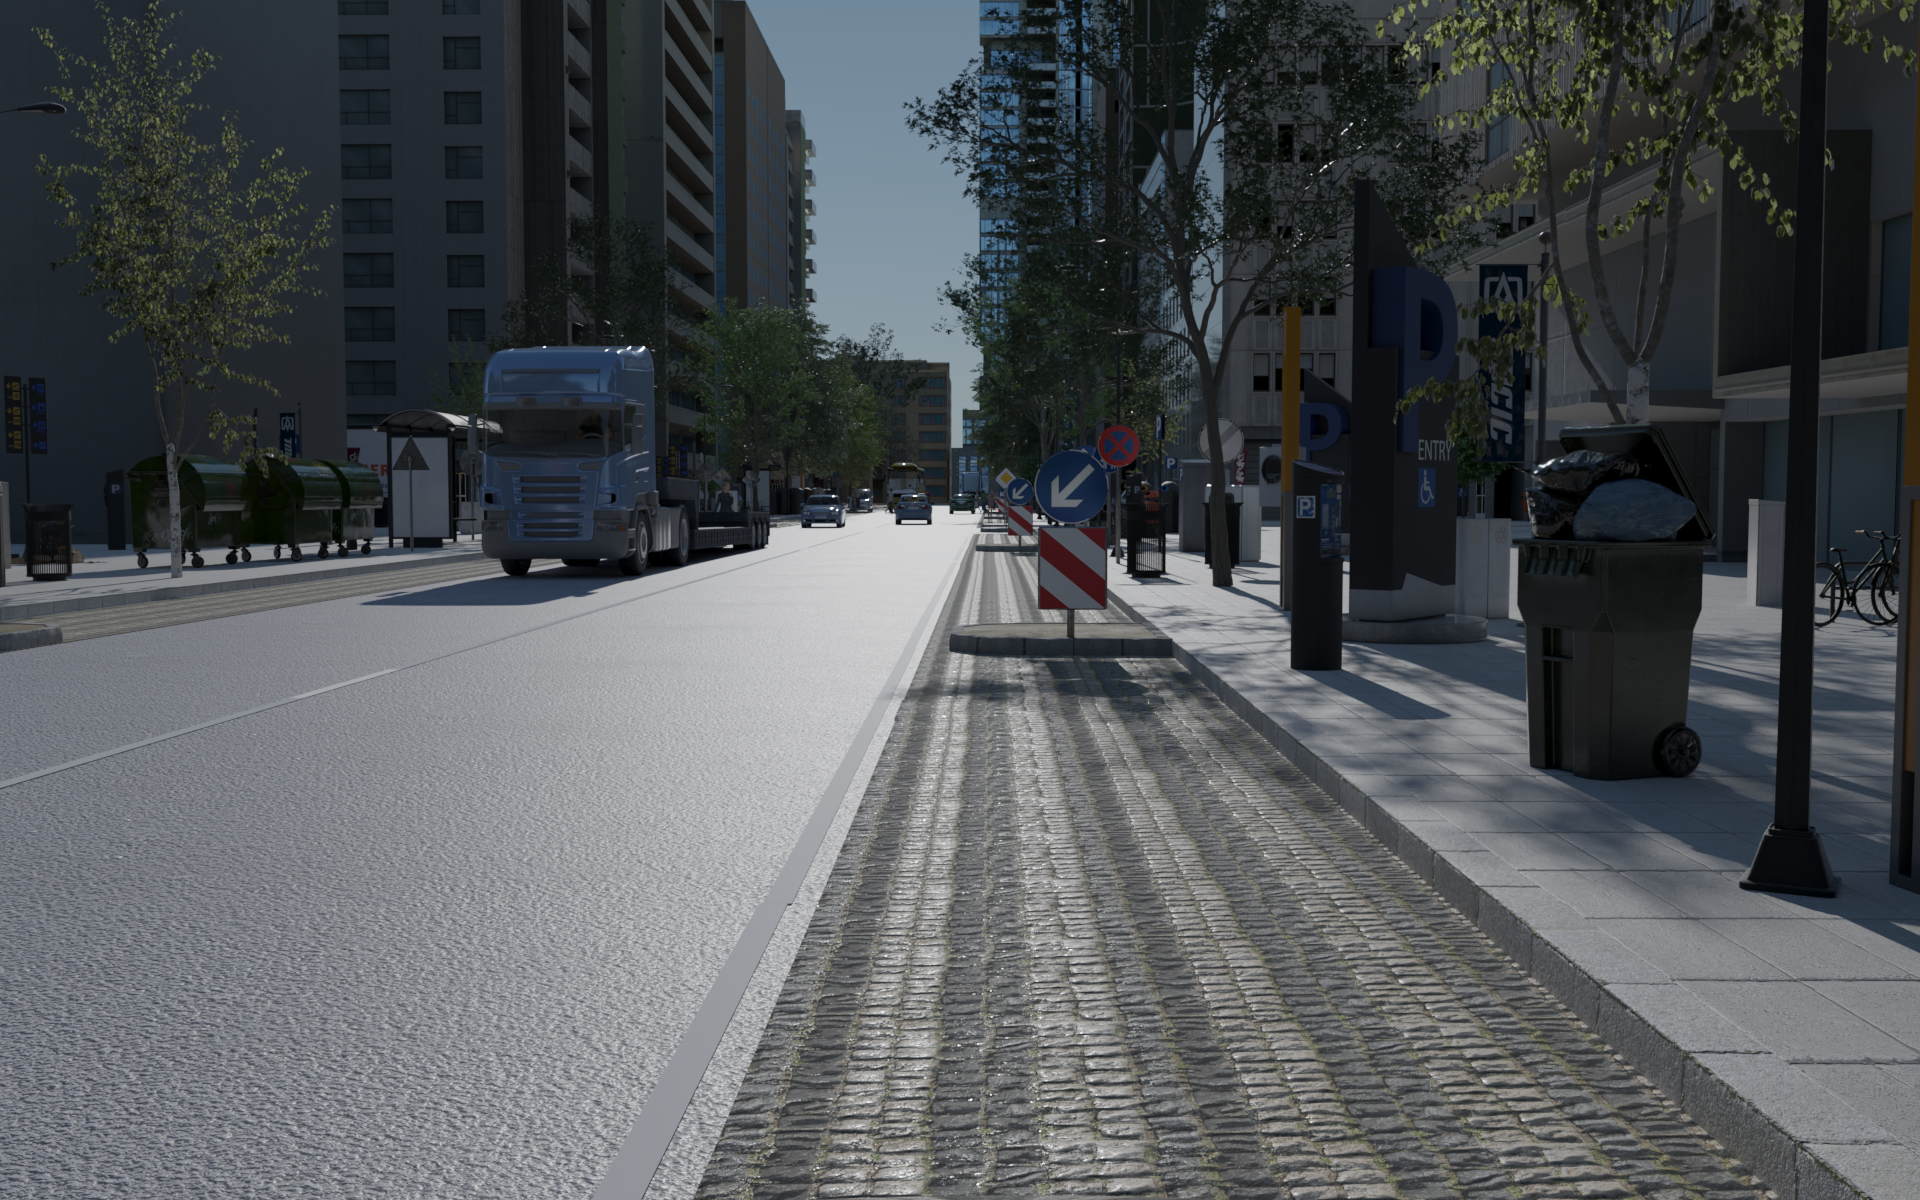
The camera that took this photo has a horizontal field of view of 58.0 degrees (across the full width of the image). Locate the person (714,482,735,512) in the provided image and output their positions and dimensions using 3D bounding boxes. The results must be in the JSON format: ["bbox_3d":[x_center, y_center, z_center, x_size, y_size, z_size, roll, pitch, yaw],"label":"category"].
[{"bbox_3d":[-6.658,-2.441,48.837,0.534,1.772,0.576,2,4,27],"label":"person"}]

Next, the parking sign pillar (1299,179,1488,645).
[{"bbox_3d":[3.957,-1.644,15.353,1.447,3.967,1.447,3,5,40],"label":"parking sign pillar"}]

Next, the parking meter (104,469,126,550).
[{"bbox_3d":[-19.360,-2.077,39.665,0.399,1.863,0.255,-2,4,-34],"label":"parking meter"}]

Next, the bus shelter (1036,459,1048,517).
[{"bbox_3d":[5.190,-6.079,93.310,2.014,3.302,5.546,0,4,1],"label":"bus shelter"}]

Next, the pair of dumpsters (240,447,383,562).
[{"bbox_3d":[-13.023,-1.965,34.618,1.574,2.255,4.437,0,4,1],"label":"pair of dumpsters"}]

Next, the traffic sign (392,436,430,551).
[{"bbox_3d":[-12.256,-2.364,38.663,0.884,2.594,0.081,1,4,8],"label":"traffic sign"}]

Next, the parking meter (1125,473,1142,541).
[{"bbox_3d":[4.708,-2.521,46.934,0.399,1.863,0.255,-2,4,-29],"label":"parking meter"}]

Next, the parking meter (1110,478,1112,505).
[{"bbox_3d":[5.209,-3.425,61.710,0.399,1.863,0.255,0,4,5],"label":"parking meter"}]

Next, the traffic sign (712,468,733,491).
[{"bbox_3d":[-9.041,-3.811,65.949,0.795,2.450,0.064,0,4,1],"label":"traffic sign"}]

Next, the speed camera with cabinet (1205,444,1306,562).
[{"bbox_3d":[5.533,-2.339,32.576,0.660,3.252,2.038,-3,4,-39],"label":"speed camera with cabinet"}]

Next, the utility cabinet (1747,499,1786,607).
[{"bbox_3d":[9.419,-0.555,20.231,0.306,1.237,1.020,1,4,19],"label":"utility cabinet"}]

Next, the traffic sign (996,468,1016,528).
[{"bbox_3d":[1.751,-3.798,65.740,0.795,2.450,0.064,0,4,1],"label":"traffic sign"}]

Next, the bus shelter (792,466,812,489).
[{"bbox_3d":[-11.839,-8.149,127.157,2.014,3.302,5.546,0,4,1],"label":"bus shelter"}]

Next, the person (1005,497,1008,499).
[{"bbox_3d":[3.409,-7.442,130.448,0.793,1.790,0.793,0,4,-3],"label":"person"}]

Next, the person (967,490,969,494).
[{"bbox_3d":[0.852,-10.201,175.271,0.705,1.826,1.348,-2,4,-30],"label":"person"}]

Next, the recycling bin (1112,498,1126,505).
[{"bbox_3d":[9.517,-5.585,103.870,0.722,1.027,0.722,-1,4,-9],"label":"recycling bin"}]

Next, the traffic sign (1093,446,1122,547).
[{"bbox_3d":[3.600,-2.555,41.878,0.768,2.556,0.104,1,4,11],"label":"traffic sign"}]

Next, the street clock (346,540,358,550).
[{"bbox_3d":[-13.971,-2.151,39.733,0.471,2.002,0.358,-3,5,-43],"label":"street clock"}]

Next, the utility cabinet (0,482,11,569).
[{"bbox_3d":[-16.632,-1.258,29.249,1.173,1.500,0.318,1,4,15],"label":"utility cabinet"}]

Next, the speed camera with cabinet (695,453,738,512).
[{"bbox_3d":[-11.779,-5.452,83.478,2.038,3.252,0.660,-1,4,-14],"label":"speed camera with cabinet"}]

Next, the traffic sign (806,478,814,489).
[{"bbox_3d":[-11.820,-8.312,136.006,0.768,2.556,0.104,0,4,1],"label":"traffic sign"}]

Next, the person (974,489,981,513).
[{"bbox_3d":[1.297,-7.398,129.813,0.624,1.780,0.694,2,4,28],"label":"person"}]

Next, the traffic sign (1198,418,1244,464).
[{"bbox_3d":[4.390,-1.780,29.213,0.768,2.556,0.104,0,4,3],"label":"traffic sign"}]

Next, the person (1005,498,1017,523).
[{"bbox_3d":[2.545,-4.609,84.205,0.721,1.781,0.623,-3,5,-42],"label":"person"}]

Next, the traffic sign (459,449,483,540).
[{"bbox_3d":[-13.519,-2.929,47.995,0.768,2.556,0.104,1,4,10],"label":"traffic sign"}]

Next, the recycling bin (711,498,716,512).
[{"bbox_3d":[-16.334,-6.390,117.028,0.722,1.027,0.722,2,4,31],"label":"recycling bin"}]

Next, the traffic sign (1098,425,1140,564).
[{"bbox_3d":[2.922,-1.946,31.928,0.768,2.556,0.104,0,4,5],"label":"traffic sign"}]

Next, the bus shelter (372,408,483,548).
[{"bbox_3d":[-12.834,-3.046,43.732,2.014,3.302,5.546,0,4,1],"label":"bus shelter"}]

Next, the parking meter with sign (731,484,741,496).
[{"bbox_3d":[-16.637,-8.081,128.392,1.738,3.016,0.543,-1,4,-20],"label":"parking meter with sign"}]

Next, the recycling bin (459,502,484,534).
[{"bbox_3d":[-15.757,-2.649,55.863,0.722,1.027,0.722,-1,4,-21],"label":"recycling bin"}]

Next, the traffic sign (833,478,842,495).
[{"bbox_3d":[-9.832,-8.508,139.217,0.768,2.556,0.104,0,4,2],"label":"traffic sign"}]

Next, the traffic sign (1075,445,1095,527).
[{"bbox_3d":[3.273,-2.751,45.092,0.768,2.556,0.104,0,4,6],"label":"traffic sign"}]

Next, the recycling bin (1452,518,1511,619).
[{"bbox_3d":[5.203,-0.332,17.979,0.722,1.027,0.722,-2,4,-31],"label":"recycling bin"}]

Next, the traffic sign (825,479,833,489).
[{"bbox_3d":[-11.308,-9.120,149.225,0.768,2.556,0.104,1,4,9],"label":"traffic sign"}]

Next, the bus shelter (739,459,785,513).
[{"bbox_3d":[-11.670,-6.631,102.334,2.014,3.302,5.546,0,4,1],"label":"bus shelter"}]

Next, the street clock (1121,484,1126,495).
[{"bbox_3d":[11.989,-7.495,127.108,0.358,2.002,0.471,-3,5,-44],"label":"street clock"}]

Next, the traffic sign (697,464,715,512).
[{"bbox_3d":[-10.745,-4.477,73.309,0.768,2.556,0.104,0,4,6],"label":"traffic sign"}]

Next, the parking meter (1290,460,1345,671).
[{"bbox_3d":[2.620,-0.262,12.699,0.372,1.533,0.369,0,3,0],"label":"parking meter"}]

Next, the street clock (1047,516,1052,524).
[{"bbox_3d":[3.814,-4.215,73.486,0.358,2.002,0.471,1,4,12],"label":"street clock"}]

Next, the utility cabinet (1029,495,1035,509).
[{"bbox_3d":[5.851,-8.142,144.287,1.020,1.237,0.306,1,4,9],"label":"utility cabinet"}]

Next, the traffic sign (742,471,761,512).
[{"bbox_3d":[-8.900,-4.299,73.933,0.795,2.450,0.064,0,4,1],"label":"traffic sign"}]

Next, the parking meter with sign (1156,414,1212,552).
[{"bbox_3d":[5.229,-2.568,38.243,1.738,3.016,0.543,0,4,-6],"label":"parking meter with sign"}]

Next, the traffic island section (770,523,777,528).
[{"bbox_3d":[-8.924,-3.163,73.995,2.009,0.180,2.903,0,4,1],"label":"traffic island section"}]

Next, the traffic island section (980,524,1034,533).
[{"bbox_3d":[1.775,-2.663,65.816,2.009,0.180,2.903,0,4,1],"label":"traffic island section"}]

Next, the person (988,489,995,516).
[{"bbox_3d":[1.995,-6.212,110.404,0.599,1.781,0.374,-2,4,-30],"label":"person"}]

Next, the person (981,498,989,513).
[{"bbox_3d":[1.849,-7.170,131.222,1.012,1.151,0.738,2,4,34],"label":"person"}]

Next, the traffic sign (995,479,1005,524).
[{"bbox_3d":[1.892,-4.286,73.724,0.795,2.450,0.064,0,4,1],"label":"traffic sign"}]

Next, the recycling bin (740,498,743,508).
[{"bbox_3d":[-13.688,-5.667,105.209,0.722,1.027,0.722,3,5,41],"label":"recycling bin"}]

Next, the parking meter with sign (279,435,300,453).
[{"bbox_3d":[-19.520,-3.283,49.933,0.543,3.016,1.738,0,4,-7],"label":"parking meter with sign"}]

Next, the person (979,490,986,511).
[{"bbox_3d":[1.926,-8.227,143.259,0.600,1.795,0.529,-2,4,-31],"label":"person"}]

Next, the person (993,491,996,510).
[{"bbox_3d":[3.119,-9.001,156.602,0.436,1.711,0.756,0,4,7],"label":"person"}]

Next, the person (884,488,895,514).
[{"bbox_3d":[-5.062,-7.115,124.676,0.795,1.843,0.661,0,4,4],"label":"person"}]
